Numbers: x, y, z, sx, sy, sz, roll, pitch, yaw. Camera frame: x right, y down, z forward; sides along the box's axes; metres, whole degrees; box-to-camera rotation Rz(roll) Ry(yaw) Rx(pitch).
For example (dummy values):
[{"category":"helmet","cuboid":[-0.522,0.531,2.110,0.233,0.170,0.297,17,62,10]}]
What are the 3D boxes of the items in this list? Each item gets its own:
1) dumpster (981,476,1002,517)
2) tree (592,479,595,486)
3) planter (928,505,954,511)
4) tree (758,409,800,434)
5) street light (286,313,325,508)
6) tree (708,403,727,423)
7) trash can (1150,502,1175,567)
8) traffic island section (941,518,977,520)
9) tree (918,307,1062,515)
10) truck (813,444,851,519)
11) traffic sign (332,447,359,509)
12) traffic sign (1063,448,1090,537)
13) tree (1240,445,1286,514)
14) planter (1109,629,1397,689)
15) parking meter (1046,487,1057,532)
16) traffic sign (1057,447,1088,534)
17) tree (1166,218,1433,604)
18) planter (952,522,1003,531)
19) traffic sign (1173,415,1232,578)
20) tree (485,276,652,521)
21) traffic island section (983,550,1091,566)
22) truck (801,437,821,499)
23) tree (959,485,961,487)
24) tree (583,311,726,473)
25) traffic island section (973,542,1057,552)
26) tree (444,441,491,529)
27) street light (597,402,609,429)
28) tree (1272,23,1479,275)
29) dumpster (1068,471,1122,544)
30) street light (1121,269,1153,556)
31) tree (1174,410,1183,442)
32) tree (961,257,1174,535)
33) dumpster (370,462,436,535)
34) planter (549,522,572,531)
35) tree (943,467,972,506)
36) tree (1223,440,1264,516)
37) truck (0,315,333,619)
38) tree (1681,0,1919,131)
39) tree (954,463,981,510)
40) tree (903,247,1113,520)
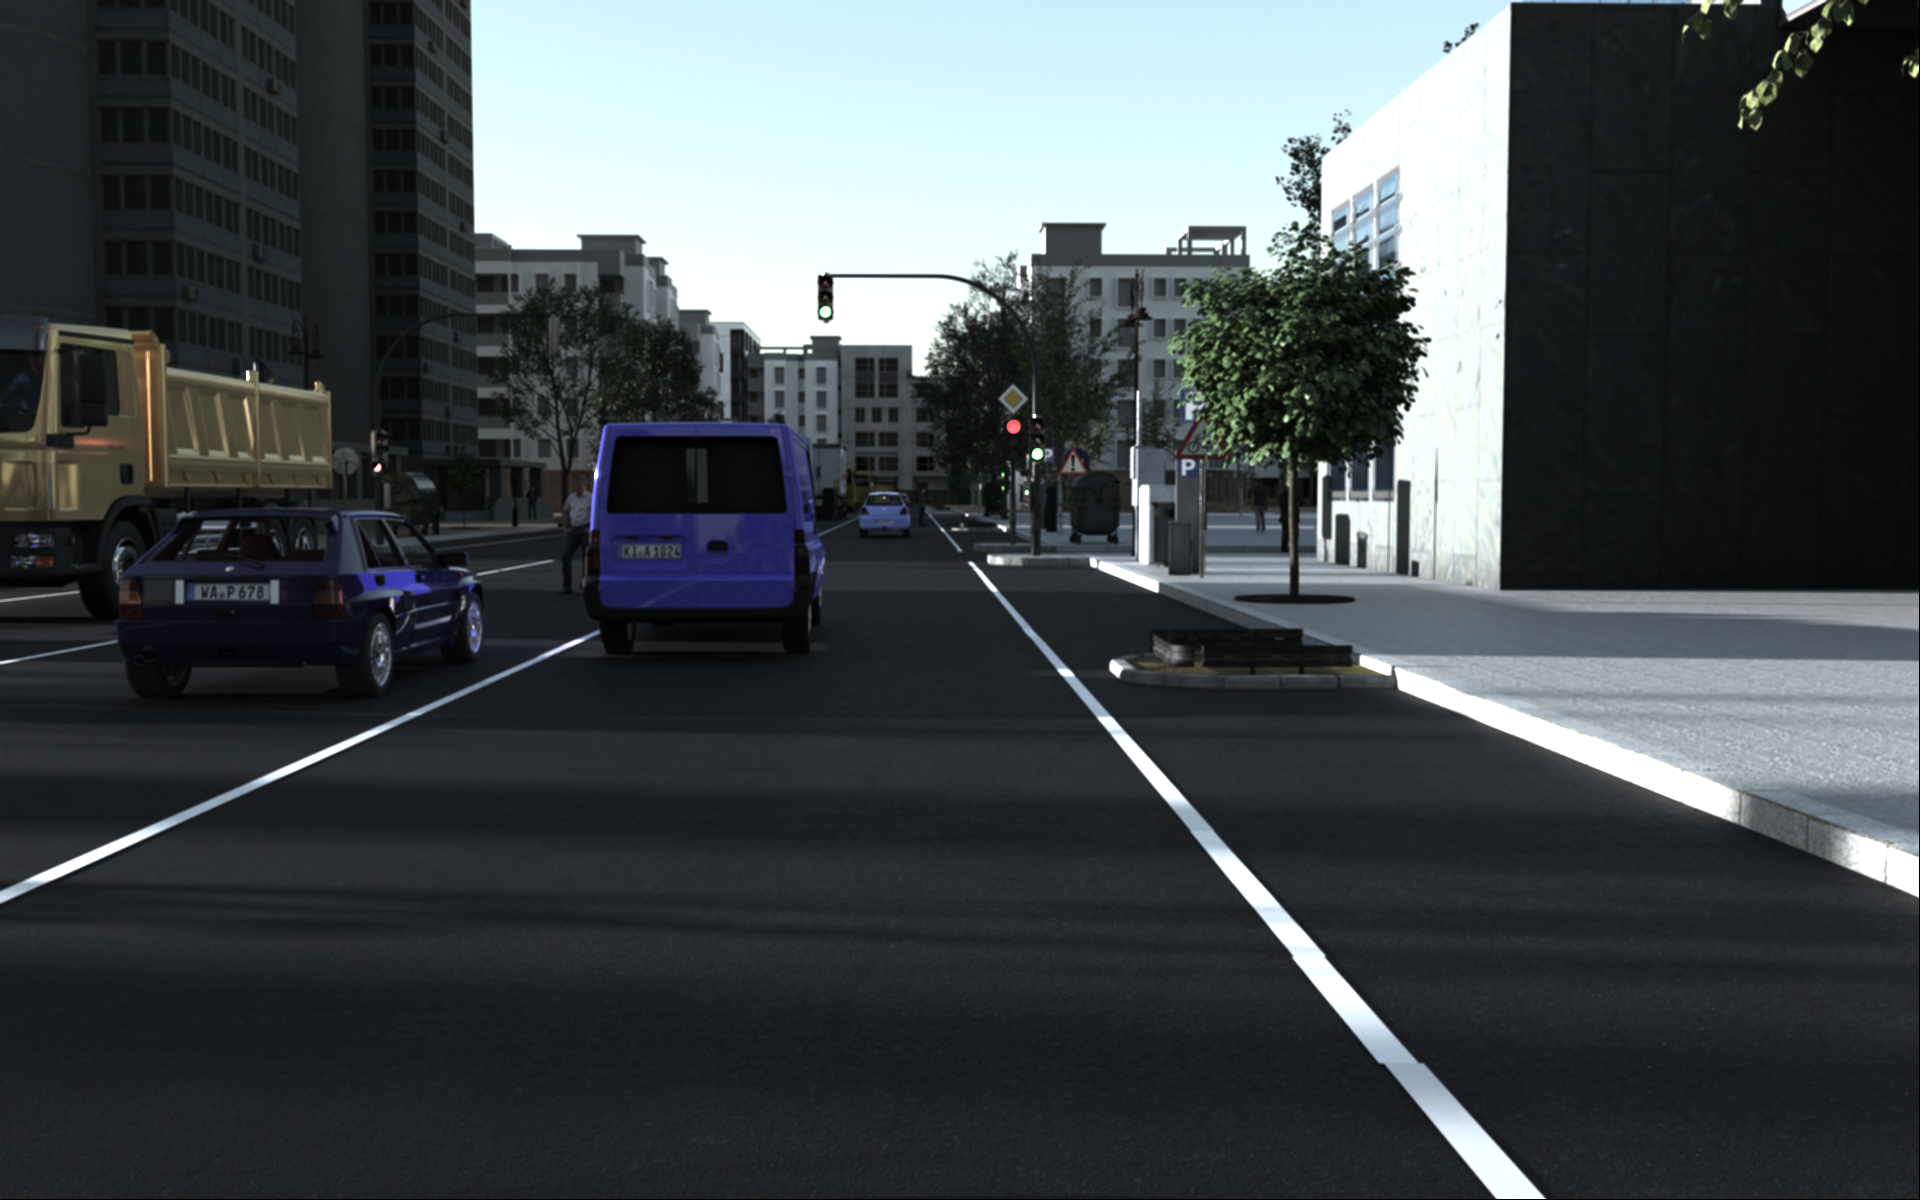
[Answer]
[{"category":"dumpster","cuboid":[1.943,-5.752,96.536,1.502,2.255,1.985,0,4,-2]},{"category":"tree","cuboid":[-24.245,-7.521,117.564,1.663,3.219,1.824,0,3,0]},{"category":"planter","cuboid":[-1.487,-7.631,145.908,1.991,0.319,1.994,0,4,-2]},{"category":"tree","cuboid":[-20.501,-15.559,188.806,7.601,10.594,8.767,0,4,5]},{"category":"street light","cuboid":[-16.711,-4.379,44.387,0.468,5.910,1.993,0,4,-2]},{"category":"tree","cuboid":[-19.152,-10.995,130.125,4.737,8.622,4.395,0,3,0]},{"category":"trash can","cuboid":[3.732,-1.162,30.653,0.748,1.137,0.748,0,3,0]},{"category":"traffic island section","cuboid":[-0.084,-4.475,96.039,1.991,0.108,1.994,0,4,-2]},{"category":"tree","cuboid":[2.070,-11.603,106.714,9.611,12.733,9.660,0,3,0]},{"category":"truck","cuboid":[-8.010,-6.932,102.252,2.839,4.237,11.283,0,4,-2]},{"category":"traffic sign","cuboid":[-16.707,-2.872,47.067,0.768,2.556,0.104,0,4,3]},{"category":"traffic sign","cuboid":[3.231,-2.938,48.149,0.768,2.556,0.104,0,4,0]},{"category":"tree","cuboid":[21.043,-12.317,111.746,12.009,13.543,11.850,0,3,0]},{"category":"planter","cuboid":[2.218,0.452,13.749,1.991,0.319,1.994,0,4,-2]},{"category":"parking meter","cuboid":[3.109,-3.082,58.797,0.372,1.533,0.369,0,3,0]},{"category":"traffic sign","cuboid":[3.114,-2.919,47.723,0.884,2.594,0.081,0,4,4]},{"category":"tree","cuboid":[4.109,-2.273,20.873,4.285,4.588,4.351,0,3,0]},{"category":"planter","cuboid":[0.672,-2.914,68.782,1.991,0.319,1.994,0,4,-2]},{"category":"traffic sign","cuboid":[3.693,-1.617,26.435,0.884,2.594,0.081,0,4,1]},{"category":"tree","cuboid":[-18.592,-9.544,81.800,9.928,11.665,9.643,0,3,0]},{"category":"traffic island section","cuboid":[1.592,-0.848,36.152,2.009,0.180,2.903,0,4,-2]},{"category":"truck","cuboid":[-7.842,-5.262,75.800,2.967,4.110,18.799,0,4,-3]},{"category":"tree","cuboid":[1.352,-10.489,121.859,4.737,8.622,4.395,0,3,0]},{"category":"tree","cuboid":[-19.162,-11.748,109.080,9.611,12.733,9.660,0,3,0]},{"category":"traffic island section","cuboid":[1.369,-1.337,44.134,2.009,0.180,2.903,0,4,-2]},{"category":"tree","cuboid":[-18.110,-4.225,63.672,1.663,3.219,1.824,0,3,0]},{"category":"street light","cuboid":[-17.912,-6.994,87.139,0.468,5.910,1.993,0,4,-2]},{"category":"tree","cuboid":[19.016,-13.230,72.195,12.611,20.169,13.585,0,3,0]},{"category":"dumpster","cuboid":[3.507,-2.398,44.962,1.264,1.857,1.865,0,4,-2]},{"category":"street light","cuboid":[3.634,-3.850,35.731,0.468,5.910,1.993,0,4,-2]},{"category":"tree","cuboid":[11.764,-9.627,107.762,4.737,8.622,4.395,0,3,0]},{"category":"tree","cuboid":[3.347,-6.349,54.169,4.737,8.622,4.395,0,3,0]},{"category":"dumpster","cuboid":[-17.001,-3.082,52.889,1.502,2.255,1.985,0,4,-1]},{"category":"planter","cuboid":[-15.013,-2.887,68.335,1.991,0.319,1.994,0,4,-2]},{"category":"tree","cuboid":[-0.266,-12.212,183.371,4.285,4.588,4.351,0,3,0]},{"category":"tree","cuboid":[16.461,-9.256,101.696,4.360,8.622,3.978,0,3,0]},{"category":"truck","cuboid":[-10.837,-1.591,21.937,3.469,3.379,9.791,0,4,-1]},{"category":"tree","cuboid":[4.492,-3.468,7.065,4.737,8.622,4.395,0,3,0]},{"category":"tree","cuboid":[1.081,-11.732,142.172,4.360,8.622,3.978,0,3,0]},{"category":"tree","cuboid":[2.214,-10.815,87.195,12.009,13.543,11.850,0,3,0]}]
